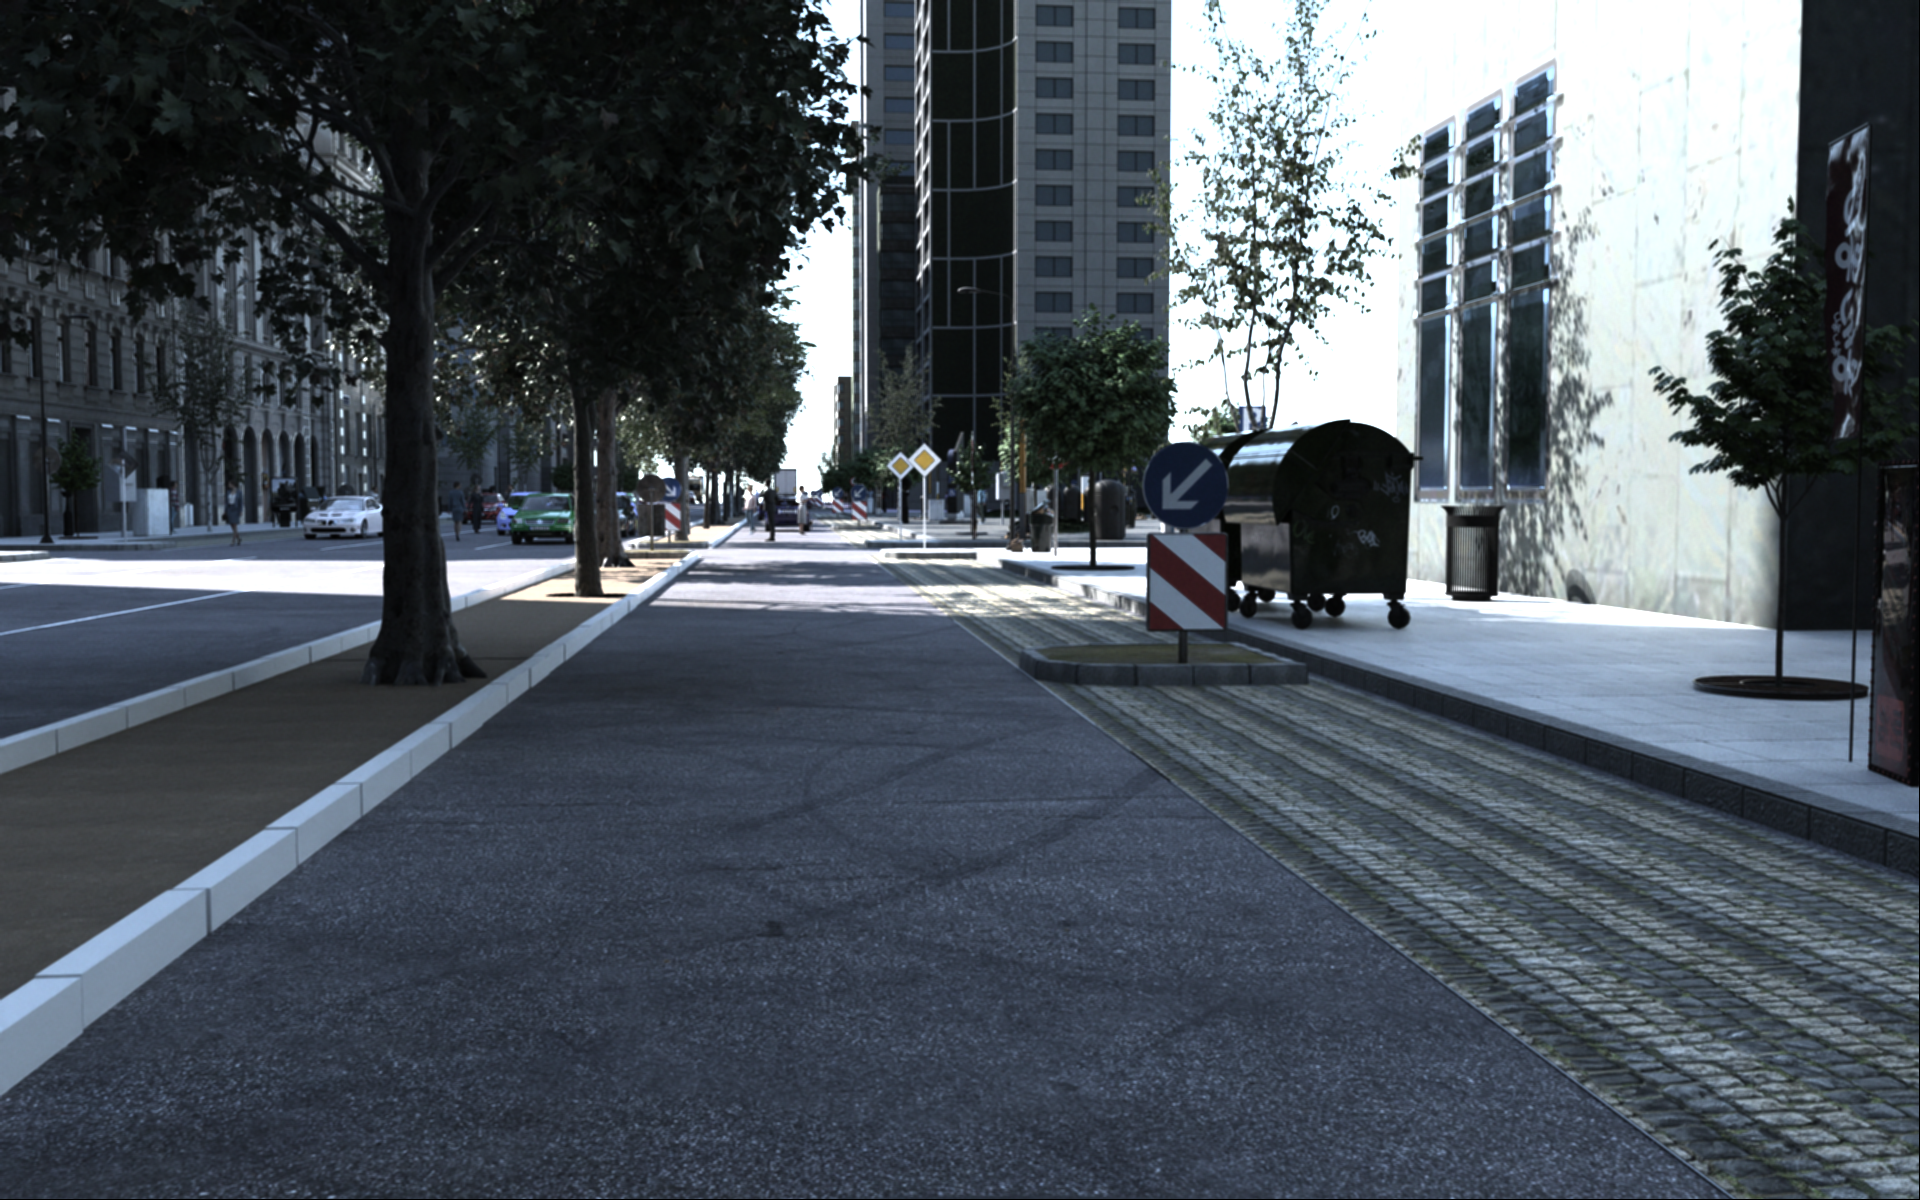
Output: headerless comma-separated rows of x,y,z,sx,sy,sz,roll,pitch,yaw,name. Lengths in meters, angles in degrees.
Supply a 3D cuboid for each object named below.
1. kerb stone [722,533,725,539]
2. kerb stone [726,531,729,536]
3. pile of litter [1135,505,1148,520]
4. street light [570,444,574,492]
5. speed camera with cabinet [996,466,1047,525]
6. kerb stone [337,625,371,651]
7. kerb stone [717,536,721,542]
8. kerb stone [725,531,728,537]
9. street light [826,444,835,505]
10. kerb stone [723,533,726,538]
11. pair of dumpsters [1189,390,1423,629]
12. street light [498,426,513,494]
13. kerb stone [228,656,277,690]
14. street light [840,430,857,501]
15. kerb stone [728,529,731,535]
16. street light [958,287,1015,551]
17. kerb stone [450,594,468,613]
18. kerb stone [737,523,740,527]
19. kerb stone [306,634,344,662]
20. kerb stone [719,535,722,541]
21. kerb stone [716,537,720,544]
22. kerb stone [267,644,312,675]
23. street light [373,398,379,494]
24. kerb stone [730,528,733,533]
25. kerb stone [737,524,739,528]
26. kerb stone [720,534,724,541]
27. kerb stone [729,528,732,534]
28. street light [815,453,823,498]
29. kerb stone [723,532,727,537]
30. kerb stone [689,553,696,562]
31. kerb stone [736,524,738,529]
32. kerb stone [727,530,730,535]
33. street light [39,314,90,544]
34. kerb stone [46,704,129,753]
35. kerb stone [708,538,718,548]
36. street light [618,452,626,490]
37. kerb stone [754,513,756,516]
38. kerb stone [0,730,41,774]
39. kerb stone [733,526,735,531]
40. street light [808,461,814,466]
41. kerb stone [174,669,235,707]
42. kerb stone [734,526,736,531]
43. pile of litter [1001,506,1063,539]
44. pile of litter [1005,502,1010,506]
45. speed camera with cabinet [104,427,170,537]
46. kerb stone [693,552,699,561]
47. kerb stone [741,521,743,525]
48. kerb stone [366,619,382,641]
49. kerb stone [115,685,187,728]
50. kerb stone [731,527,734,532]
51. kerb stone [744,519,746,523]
-7.309,-1.862,52.641,0.120,0.150,1.000,0,4,-6,kerb stone
-7.733,-2.111,56.706,0.120,0.150,1.000,0,4,-6,kerb stone
8.952,-4.469,87.039,1.176,0.858,1.719,3,4,37,pile of litter
-34.763,-11.297,157.248,1.470,5.913,1.316,0,4,-6,street light
2.540,-4.730,71.678,2.038,3.252,0.660,-1,4,-11,speed camera with cabinet
-5.689,0.372,16.118,0.120,0.150,1.000,0,4,-6,kerb stone
-7.002,-1.675,49.585,0.120,0.150,1.000,0,4,-6,kerb stone
-7.621,-2.049,55.690,0.120,0.150,1.000,0,4,-6,kerb stone
-11.791,-11.541,161.234,1.470,5.913,1.316,0,4,-6,street light
-7.410,-1.924,53.657,0.120,0.150,1.000,0,4,-6,kerb stone
3.446,-0.973,18.402,1.574,2.255,4.437,0,4,-6,pair of dumpsters
-30.682,-8.853,117.289,1.470,5.913,1.316,0,4,-6,street light
-5.370,0.564,13.045,0.120,0.150,1.000,0,4,-6,kerb stone
-8.017,-9.351,125.433,1.470,5.913,1.316,0,4,-6,street light
-7.928,-2.236,58.752,0.120,0.150,1.000,0,4,-6,kerb stone
0.650,-4.074,39.144,1.470,5.913,1.316,0,4,-6,street light
-6.209,0.061,21.215,0.120,0.150,1.000,0,4,-6,kerb stone
-9.078,-2.922,69.963,0.120,0.150,1.000,0,4,-6,kerb stone
-5.577,0.435,15.083,0.120,0.150,1.000,0,4,-6,kerb stone
-7.098,-1.736,50.603,0.120,0.150,1.000,0,4,-6,kerb stone
-6.887,-1.613,48.570,0.120,0.150,1.000,0,4,-6,kerb stone
-5.480,0.498,14.063,0.120,0.150,1.000,0,4,-6,kerb stone
-26.970,-6.663,81.481,1.470,5.913,1.316,0,4,-6,street light
-8.142,-2.359,60.786,0.120,0.150,1.000,0,4,-6,kerb stone
-8.981,-2.859,68.946,0.120,0.150,1.000,0,4,-6,kerb stone
-7.200,-1.800,51.621,0.120,0.150,1.000,0,4,-6,kerb stone
-8.041,-2.298,59.769,0.120,0.150,1.000,0,4,-6,kerb stone
-16.633,-14.481,209.311,1.470,5.913,1.316,0,4,-6,street light
-7.517,-1.982,54.674,0.120,0.150,1.000,0,4,-6,kerb stone
-5.582,-0.827,35.715,0.120,0.150,1.000,0,4,-6,kerb stone
-8.867,-2.797,67.921,0.120,0.150,1.000,0,4,-6,kerb stone
-7.830,-2.173,57.724,0.120,0.150,1.000,0,4,-6,kerb stone
-23.165,-4.421,44.825,1.470,5.913,1.316,0,4,-6,street light
-5.059,0.751,9.989,0.120,0.150,1.000,0,4,-6,kerb stone
-6.798,-1.550,47.551,0.120,0.150,1.000,0,4,-6,kerb stone
-39.555,-14.160,204.063,1.470,5.913,1.316,0,4,-6,street light
-14.168,-5.975,119.879,0.120,0.150,1.000,0,4,-6,kerb stone
-4.954,0.810,8.972,0.120,0.150,1.000,0,4,-6,kerb stone
-8.457,-2.544,63.847,0.120,0.150,1.000,0,4,-6,kerb stone
-20.349,-16.671,245.118,1.470,5.913,1.316,0,4,-6,street light
-5.269,0.622,12.023,0.120,0.150,1.000,0,4,-6,kerb stone
-8.562,-2.610,64.870,0.120,0.150,1.000,0,4,-6,kerb stone
2.066,-2.194,49.835,1.719,0.858,1.176,2,4,30,pile of litter
3.046,-5.265,100.041,1.176,0.858,1.719,1,4,18,pile of litter
-24.716,-3.528,52.021,0.660,3.252,2.038,1,4,16,speed camera with cabinet
-5.685,-0.890,36.743,0.120,0.150,1.000,0,4,-6,kerb stone
-9.597,-3.233,75.052,0.120,0.150,1.000,0,4,-6,kerb stone
-5.793,0.311,17.135,0.120,0.150,1.000,0,4,-6,kerb stone
-5.163,0.687,11.006,0.120,0.150,1.000,0,4,-6,kerb stone
-8.238,-2.421,61.811,0.120,0.150,1.000,0,4,-6,kerb stone
-10.218,-3.607,81.163,0.120,0.150,1.000,0,4,-6,kerb stone
